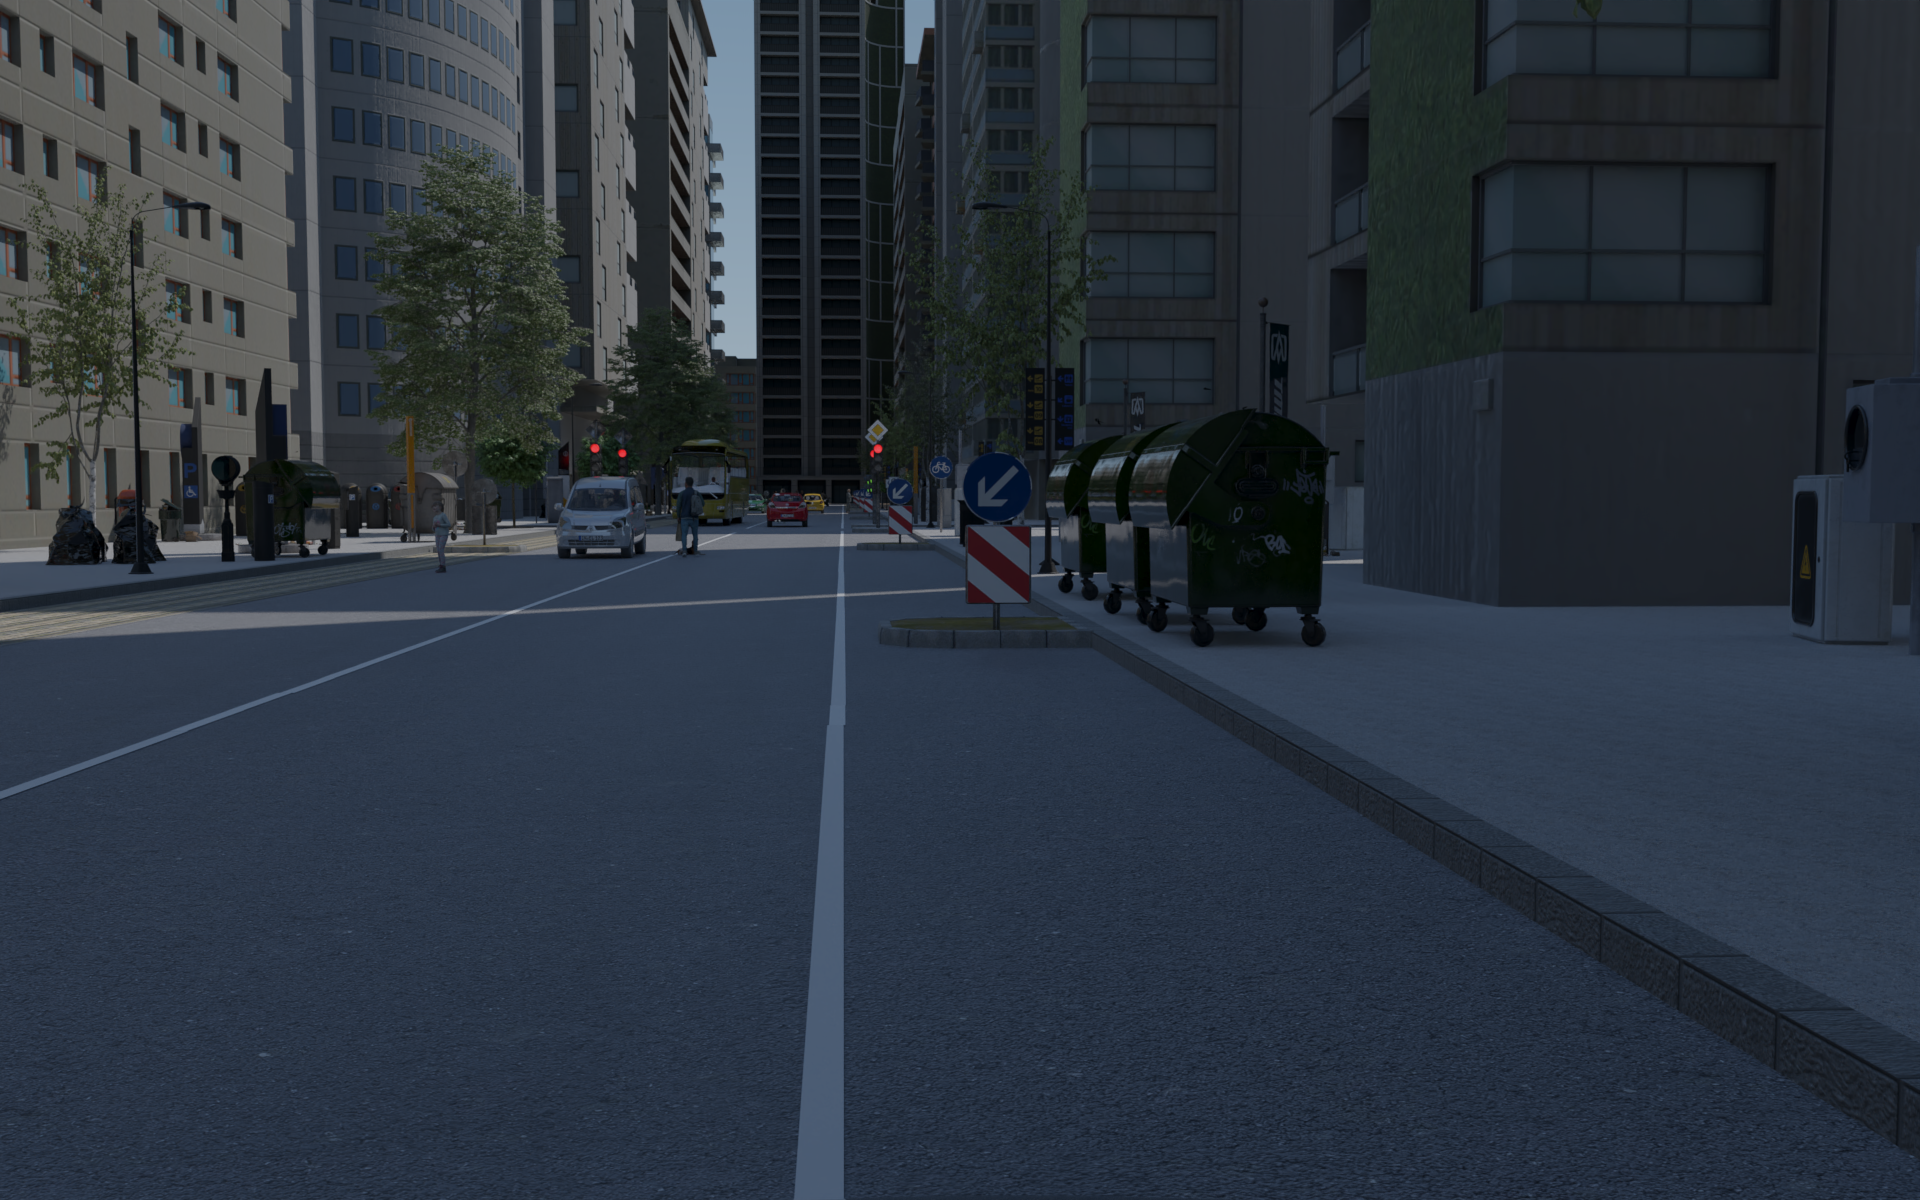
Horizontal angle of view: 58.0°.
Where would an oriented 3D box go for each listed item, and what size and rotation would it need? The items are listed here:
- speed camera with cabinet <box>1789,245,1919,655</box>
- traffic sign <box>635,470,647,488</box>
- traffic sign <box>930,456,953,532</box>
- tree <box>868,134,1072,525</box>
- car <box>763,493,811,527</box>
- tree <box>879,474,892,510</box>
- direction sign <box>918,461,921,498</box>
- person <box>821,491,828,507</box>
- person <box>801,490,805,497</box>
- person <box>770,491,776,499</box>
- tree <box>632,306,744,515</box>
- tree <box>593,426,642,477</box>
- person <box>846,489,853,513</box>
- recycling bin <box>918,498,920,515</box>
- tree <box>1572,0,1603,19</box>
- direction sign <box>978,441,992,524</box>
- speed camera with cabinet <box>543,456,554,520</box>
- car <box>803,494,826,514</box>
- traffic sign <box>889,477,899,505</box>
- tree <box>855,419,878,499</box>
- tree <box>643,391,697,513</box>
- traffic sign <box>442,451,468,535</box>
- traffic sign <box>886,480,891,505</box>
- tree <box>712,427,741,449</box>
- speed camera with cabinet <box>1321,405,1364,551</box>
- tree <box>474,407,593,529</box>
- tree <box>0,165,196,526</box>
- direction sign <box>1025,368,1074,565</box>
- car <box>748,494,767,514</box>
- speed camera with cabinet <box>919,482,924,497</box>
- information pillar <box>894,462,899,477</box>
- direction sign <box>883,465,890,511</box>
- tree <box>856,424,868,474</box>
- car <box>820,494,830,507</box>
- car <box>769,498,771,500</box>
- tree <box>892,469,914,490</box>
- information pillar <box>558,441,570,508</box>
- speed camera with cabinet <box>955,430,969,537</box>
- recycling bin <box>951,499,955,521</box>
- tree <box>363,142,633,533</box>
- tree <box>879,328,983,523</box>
[{"bbox_3d":[7.606,-1.238,14.576,0.660,3.252,2.038,1,4,10],"label":"speed camera with cabinet"},{"bbox_3d":[-17.496,-5.785,94.590,0.884,2.594,0.081,0,4,3],"label":"traffic sign"},{"bbox_3d":[-0.628,-3.528,57.784,0.768,2.556,0.104,0,4,4],"label":"traffic sign"},{"bbox_3d":[0.992,-5.168,34.865,4.737,8.622,4.395,0,3,0],"label":"tree"},{"bbox_3d":[-7.628,-4.123,76.443,2.155,1.783,4.494,0,4,-6],"label":"car"},{"bbox_3d":[-5.328,-9.072,142.925,1.663,3.219,1.824,0,3,0],"label":"tree"},{"bbox_3d":[-2.878,-7.766,118.969,0.379,3.537,0.876,-2,4,-31],"label":"direction sign"},{"bbox_3d":[-15.006,-11.095,189.910,1.348,1.823,0.705,3,5,40],"label":"person"},{"bbox_3d":[-15.469,-9.862,169.762,1.348,1.822,0.705,1,4,23],"label":"person"},{"bbox_3d":[-18.185,-9.782,169.220,0.721,1.735,1.217,2,4,27],"label":"person"},{"bbox_3d":[-17.874,-11.413,104.735,7.486,12.596,7.792,0,3,0],"label":"tree"},{"bbox_3d":[-16.949,-6.081,83.138,4.285,4.588,4.351,0,3,0],"label":"tree"},{"bbox_3d":[-8.294,-7.436,130.247,0.590,1.801,0.661,-1,4,-11],"label":"person"},{"bbox_3d":[-2.891,-5.810,107.550,0.722,1.027,0.722,-3,4,-38],"label":"recycling bin"},{"bbox_3d":[3.173,-3.363,5.350,4.737,8.622,4.395,0,3,0],"label":"tree"},{"bbox_3d":[1.091,-5.051,74.588,0.379,3.537,0.876,-3,5,-40],"label":"direction sign"},{"bbox_3d":[-20.027,-5.598,85.863,0.660,3.252,2.038,-2,4,-35],"label":"speed camera with cabinet"},{"bbox_3d":[-10.888,-7.192,127.808,2.015,1.641,3.980,0,4,-5],"label":"car"},{"bbox_3d":[-3.950,-6.210,103.659,0.606,2.300,0.079,0,4,2],"label":"traffic sign"},{"bbox_3d":[-7.406,-12.948,162.065,4.360,8.622,3.978,0,3,0],"label":"tree"},{"bbox_3d":[-19.336,-10.049,114.662,4.737,8.622,4.395,0,3,0],"label":"tree"},{"bbox_3d":[-14.883,-3.115,51.030,0.768,2.556,0.104,0,4,2],"label":"traffic sign"},{"bbox_3d":[-4.842,-7.221,120.187,0.606,2.300,0.079,0,4,5],"label":"traffic sign"},{"bbox_3d":[-22.066,-12.703,158.057,4.737,8.622,4.395,0,3,0],"label":"tree"},{"bbox_3d":[8.512,-2.751,39.317,2.038,3.252,0.660,-3,5,-40],"label":"speed camera with cabinet"},{"bbox_3d":[-16.681,-4.972,65.001,4.285,4.588,4.351,0,3,0],"label":"tree"},{"bbox_3d":[-19.805,-5.455,39.548,4.737,8.622,4.395,0,3,0],"label":"tree"},{"bbox_3d":[1.613,-2.395,31.151,0.876,3.537,0.379,0,4,-1],"label":"direction sign"},{"bbox_3d":[-15.194,-7.055,127.153,2.131,1.459,4.920,0,4,-5],"label":"car"},{"bbox_3d":[-3.092,-7.743,120.926,0.660,3.252,2.038,1,4,17],"label":"speed camera with cabinet"},{"bbox_3d":[-4.834,-8.436,129.282,0.183,3.616,0.504,0,4,7],"label":"information pillar"},{"bbox_3d":[-5.691,-8.725,134.646,0.379,3.537,0.876,-3,5,-39],"label":"direction sign"},{"bbox_3d":[-2.274,-8.555,90.239,4.737,8.622,4.395,0,3,0],"label":"tree"},{"bbox_3d":[-16.074,-11.680,200.752,2.009,1.686,4.222,0,4,-3],"label":"car"},{"bbox_3d":[-17.184,-9.475,165.146,2.015,1.641,3.980,0,4,-3],"label":"car"},{"bbox_3d":[-3.949,-8.496,133.518,1.663,3.219,1.824,0,3,0],"label":"tree"},{"bbox_3d":[-17.564,-5.231,76.875,0.504,3.616,0.183,-2,4,-26],"label":"information pillar"},{"bbox_3d":[0.166,-3.591,53.055,0.660,3.252,2.038,0,4,2],"label":"speed camera with cabinet"},{"bbox_3d":[-0.056,-4.311,83.037,0.722,1.027,0.722,1,4,18],"label":"recycling bin"},{"bbox_3d":[-15.698,-8.468,56.574,7.486,12.596,7.792,0,3,0],"label":"tree"},{"bbox_3d":[-1.219,-7.786,77.662,4.360,8.622,3.978,0,3,0],"label":"tree"}]
